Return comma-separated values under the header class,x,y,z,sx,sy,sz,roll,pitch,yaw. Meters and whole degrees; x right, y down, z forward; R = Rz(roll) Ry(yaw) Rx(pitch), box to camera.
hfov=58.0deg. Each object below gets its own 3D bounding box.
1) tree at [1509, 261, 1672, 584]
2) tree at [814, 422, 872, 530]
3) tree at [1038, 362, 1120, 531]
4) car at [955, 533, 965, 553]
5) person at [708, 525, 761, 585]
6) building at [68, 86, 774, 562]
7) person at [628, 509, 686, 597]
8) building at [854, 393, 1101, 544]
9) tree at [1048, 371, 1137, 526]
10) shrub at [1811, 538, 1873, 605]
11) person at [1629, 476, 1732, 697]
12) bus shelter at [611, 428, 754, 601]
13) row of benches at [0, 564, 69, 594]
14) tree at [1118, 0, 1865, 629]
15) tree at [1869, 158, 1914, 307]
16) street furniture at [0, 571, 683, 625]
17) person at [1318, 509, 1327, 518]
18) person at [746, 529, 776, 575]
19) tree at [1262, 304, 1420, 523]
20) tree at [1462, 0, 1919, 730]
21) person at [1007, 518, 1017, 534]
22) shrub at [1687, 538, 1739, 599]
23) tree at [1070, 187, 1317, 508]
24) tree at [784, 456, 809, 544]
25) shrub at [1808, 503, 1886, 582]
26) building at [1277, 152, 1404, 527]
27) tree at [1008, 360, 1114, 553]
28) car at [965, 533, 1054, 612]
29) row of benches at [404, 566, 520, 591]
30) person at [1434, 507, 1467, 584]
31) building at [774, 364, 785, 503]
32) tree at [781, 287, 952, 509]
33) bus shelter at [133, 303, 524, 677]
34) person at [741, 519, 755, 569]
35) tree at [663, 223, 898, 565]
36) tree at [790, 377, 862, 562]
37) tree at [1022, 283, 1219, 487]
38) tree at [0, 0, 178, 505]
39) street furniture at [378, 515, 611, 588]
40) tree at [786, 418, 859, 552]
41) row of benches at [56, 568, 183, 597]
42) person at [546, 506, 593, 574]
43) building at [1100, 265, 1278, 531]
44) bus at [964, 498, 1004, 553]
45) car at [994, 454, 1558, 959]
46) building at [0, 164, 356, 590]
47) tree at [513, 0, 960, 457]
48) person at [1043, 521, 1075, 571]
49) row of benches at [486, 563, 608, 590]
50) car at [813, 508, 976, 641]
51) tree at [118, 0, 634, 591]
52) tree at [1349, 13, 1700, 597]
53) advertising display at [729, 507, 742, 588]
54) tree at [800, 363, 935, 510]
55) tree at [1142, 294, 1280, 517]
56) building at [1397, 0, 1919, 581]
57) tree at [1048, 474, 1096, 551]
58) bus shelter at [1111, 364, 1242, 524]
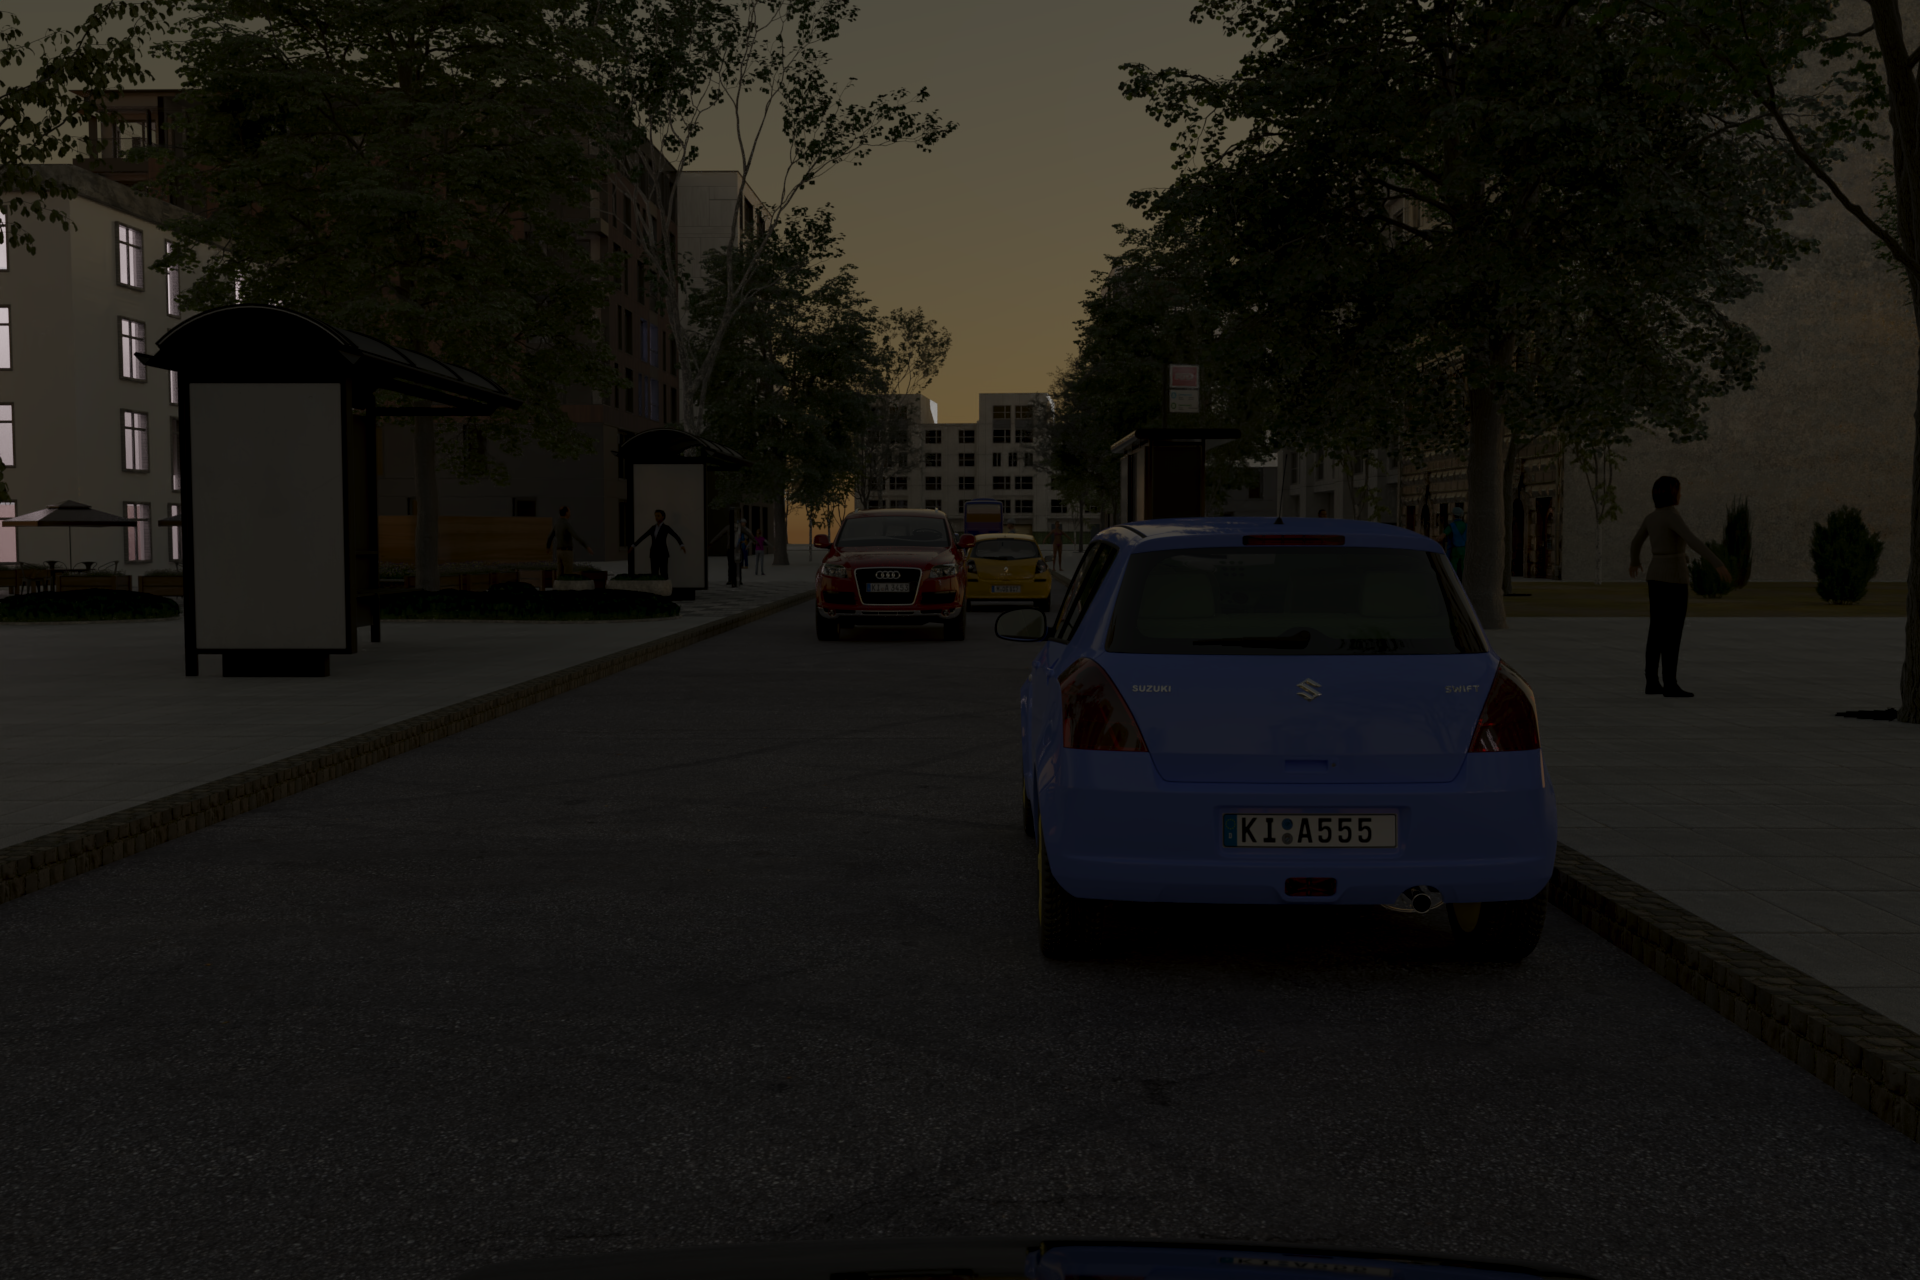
class,x,y,z,sx,sy,sz,roll,pitch,yaw
tree,16.052,-5.719,43.873,4.737,8.622,4.395,0,3,0
tree,-7.030,-9.253,101.641,4.737,8.622,4.395,0,3,0
tree,8.611,-11.555,107.055,7.486,12.596,7.792,0,3,0
car,-0.626,-4.005,75.077,1.945,1.707,3.694,0,4,1
person,-5.699,-2.302,43.768,1.348,1.813,0.705,0,4,-3
building,-26.443,-15.410,95.936,27.936,21.610,32.646,0,4,2
person,-5.635,-1.562,32.263,1.216,1.740,0.721,1,4,20
building,3.286,-21.716,223.968,31.486,18.905,16.747,0,4,6
tree,8.393,-9.884,96.020,8.767,10.594,7.601,3,4,38
shrub,16.022,-1.245,31.470,1.383,1.207,1.383,0,3,0
person,5.670,-0.426,13.727,0.721,1.744,1.215,-1,4,-13
bus shelter,-5.606,-2.558,35.749,2.014,3.302,5.546,0,4,1
row of benches,-20.143,-1.241,35.758,1.422,0.672,4.104,1,4,13
tree,7.020,-7.132,23.260,9.857,13.997,8.962,0,3,0
tree,21.064,-6.529,32.508,9.928,11.665,9.643,0,3,0
street furniture,-9.254,-0.703,27.117,10.072,0.657,5.734,0,4,1
person,7.608,-1.842,36.345,1.346,1.802,0.704,-1,4,-16
person,-6.215,-2.729,53.886,0.991,1.433,0.599,1,4,14
tree,10.431,-5.855,46.084,4.737,8.622,4.395,0,3,0
tree,6.516,-5.250,11.588,9.928,11.665,9.643,0,3,0
person,1.338,-2.296,45.849,0.705,1.847,1.347,1,4,17
shrub,15.000,-1.432,34.537,1.383,1.207,1.383,0,3,0
tree,8.154,-9.565,63.039,9.857,13.997,8.962,0,3,0
tree,-22.620,-19.205,224.365,12.009,13.543,11.850,0,3,0
shrub,21.064,-2.248,41.180,1.690,2.028,1.600,0,3,0
building,26.016,-13.116,80.905,16.747,18.905,31.486,0,4,0
tree,8.405,-12.762,119.036,12.009,13.543,11.850,0,3,0
car,0.833,-1.413,33.327,2.015,1.641,3.980,0,3,0
row of benches,-9.236,-1.025,32.216,1.422,0.672,4.104,0,4,7
person,9.860,-1.733,34.460,1.347,1.817,0.704,-2,4,-24
building,-24.718,-19.834,180.708,16.016,20.090,11.380,0,4,1
tree,-7.329,-16.975,133.434,12.611,20.169,13.585,0,3,0
bus shelter,-6.214,-1.471,17.980,2.014,3.302,5.546,0,3,0
person,-8.008,-3.551,63.917,1.347,1.847,0.705,3,4,37
tree,-7.403,-10.048,70.948,9.857,13.997,8.962,0,3,0
tree,-6.763,-7.982,80.875,4.737,8.622,4.395,0,3,0
tree,8.087,-10.586,83.453,12.009,13.543,11.850,0,3,0
tree,-8.321,-3.821,12.840,4.737,8.622,4.395,0,3,0
street furniture,-13.539,-2.192,42.698,11.010,1.723,9.812,1,4,23
tree,-6.686,-8.624,91.361,4.360,8.622,3.978,0,3,0
row of benches,-13.898,-0.943,30.883,4.104,0.672,1.422,0,4,-1
person,-7.295,-1.579,32.086,1.348,1.796,0.705,3,5,40
building,25.765,-18.600,148.078,27.936,21.610,32.646,0,4,1
bus,1.622,-7.727,117.889,2.896,3.916,12.251,0,4,1
car,1.112,0.150,7.142,1.945,1.707,3.694,0,4,1
building,-24.428,-6.813,53.535,9.099,9.664,28.070,0,4,1
tree,-6.907,-11.857,49.754,12.611,20.169,13.585,0,3,0
person,3.424,-3.269,60.248,1.217,1.733,0.721,-1,4,-22
row of benches,-8.610,-1.247,35.858,1.422,0.672,4.104,-3,5,-44
car,-0.914,-0.999,25.000,2.281,1.827,5.304,0,4,0
tree,-8.534,-6.603,26.093,7.486,12.596,7.792,0,3,0
tree,11.261,-6.711,35.488,9.928,11.665,9.643,0,3,0
advertising display,-5.426,-2.243,41.884,0.123,1.923,0.974,0,4,3
tree,-6.652,-12.864,120.702,12.009,13.543,11.850,0,3,0
tree,7.401,-6.335,53.945,4.360,8.622,3.978,0,3,0
building,25.784,-13.760,55.906,19.493,23.208,18.063,0,4,0
tree,8.647,-10.982,129.922,4.737,8.622,4.395,0,3,0
bus shelter,4.568,-3.727,38.575,2.179,5.291,8.768,0,4,0
